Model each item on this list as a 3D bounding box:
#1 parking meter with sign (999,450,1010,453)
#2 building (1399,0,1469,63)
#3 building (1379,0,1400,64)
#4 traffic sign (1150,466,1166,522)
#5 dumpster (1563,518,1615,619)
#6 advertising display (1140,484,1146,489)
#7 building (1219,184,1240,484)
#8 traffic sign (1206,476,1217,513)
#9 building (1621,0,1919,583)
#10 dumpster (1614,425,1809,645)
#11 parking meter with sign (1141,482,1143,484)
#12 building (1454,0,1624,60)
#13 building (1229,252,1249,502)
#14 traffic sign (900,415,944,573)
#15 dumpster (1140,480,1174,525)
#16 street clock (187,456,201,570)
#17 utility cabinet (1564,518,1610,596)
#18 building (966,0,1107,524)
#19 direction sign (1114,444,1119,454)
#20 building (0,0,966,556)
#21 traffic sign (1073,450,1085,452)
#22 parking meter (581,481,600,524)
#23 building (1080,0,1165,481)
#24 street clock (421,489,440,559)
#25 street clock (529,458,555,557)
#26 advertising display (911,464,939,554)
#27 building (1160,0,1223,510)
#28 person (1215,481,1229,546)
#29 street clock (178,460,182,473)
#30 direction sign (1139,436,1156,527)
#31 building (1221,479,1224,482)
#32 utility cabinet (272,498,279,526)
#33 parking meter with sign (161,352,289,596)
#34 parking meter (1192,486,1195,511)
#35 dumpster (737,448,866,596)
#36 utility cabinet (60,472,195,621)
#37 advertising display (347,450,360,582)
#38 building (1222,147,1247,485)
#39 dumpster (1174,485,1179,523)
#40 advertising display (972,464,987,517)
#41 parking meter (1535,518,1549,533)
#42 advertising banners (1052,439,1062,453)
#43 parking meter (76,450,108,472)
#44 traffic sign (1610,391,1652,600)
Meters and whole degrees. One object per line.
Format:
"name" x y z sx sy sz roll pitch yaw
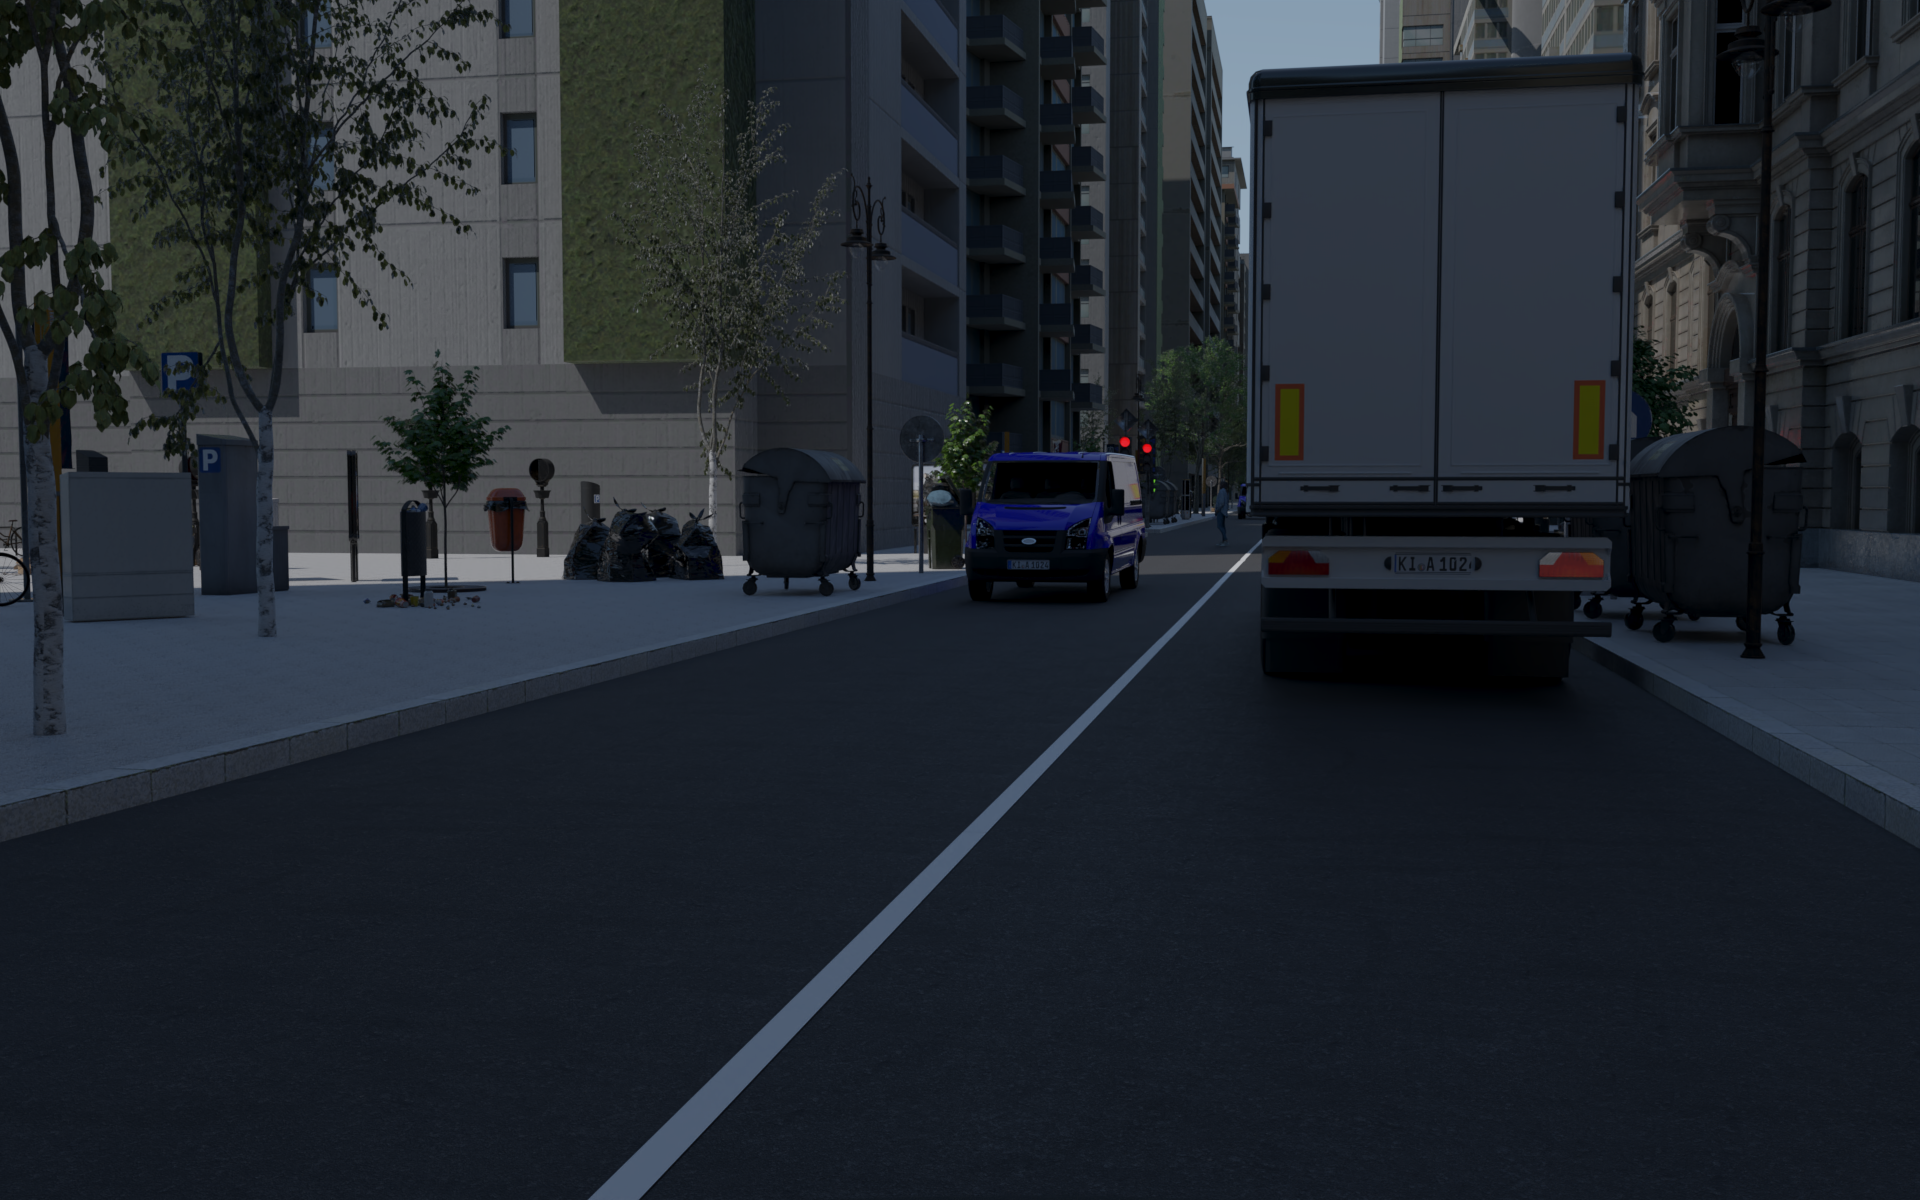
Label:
"parking meter with sign" 1.193 -4.466 69.272 0.543 3.016 1.738 -3 5 -45
"building" 42.801 -28.021 141.737 14.154 41.232 14.086 1 4 11
"building" 56.650 -39.678 190.740 21.231 58.520 28.212 1 4 11
"traffic sign" 9.025 -4.836 79.182 0.768 2.556 0.104 1 4 20
"dumpster" 7.133 -0.767 18.296 1.264 1.857 1.865 1 4 11
"advertising display" 11.553 -6.200 106.589 0.974 1.923 0.123 1 4 10
"building" 27.101 -35.802 239.993 22.147 44.769 28.867 1 4 11
"traffic sign" 17.339 -7.308 119.598 0.768 2.556 0.104 1 4 16
"building" 20.834 -13.068 32.745 14.460 24.649 34.723 1 4 11
"dumpster" 6.713 -0.594 15.476 1.264 1.857 1.865 1 4 11
"parking meter with sign" 11.143 -6.828 107.906 1.738 3.016 0.543 2 4 23
"building" 47.864 -26.221 120.586 32.217 40.220 23.993 1 4 11
"building" 40.867 -36.918 287.200 14.154 41.232 14.086 1 4 11
"traffic sign" -0.629 -1.706 28.002 0.768 2.556 0.104 1 4 19
"dumpster" 8.202 -4.114 73.015 1.264 1.857 1.865 1 4 11
"street clock" -12.693 -1.504 29.160 0.358 2.002 0.471 1 4 13
"utility cabinet" 8.173 -0.655 21.874 1.020 1.237 0.306 1 4 15
"building" -4.586 -26.374 85.840 22.147 44.769 28.867 1 4 11
"direction sign" 6.949 -5.315 78.905 0.379 3.537 0.876 3 5 42
"building" -14.435 -30.834 46.143 28.212 58.520 21.231 1 4 11
"traffic sign" 3.437 -3.055 50.055 0.768 2.556 0.104 1 4 14
"parking meter" -7.253 -1.566 34.022 0.372 1.533 0.369 0 3 0
"building" 7.311 -27.131 127.192 14.154 41.232 14.086 1 4 11
"street clock" -10.486 -1.820 34.324 0.358 2.002 0.471 2 4 35
"street clock" -8.476 -1.870 35.147 0.471 2.002 0.358 1 4 18
"advertising display" -0.592 -1.946 37.029 0.974 1.923 0.123 2 4 29
"building" 14.674 -33.545 172.157 21.300 48.544 21.600 1 4 11
"person" 7.261 -2.388 47.805 0.793 1.790 0.793 -1 4 -11
"street clock" -14.605 -1.741 33.034 0.471 2.002 0.358 -3 5 -40
"direction sign" 7.269 -4.604 67.270 0.876 3.537 0.379 -3 4 -39
"building" 13.624 -30.849 196.268 32.217 40.220 23.993 1 4 11
"utility cabinet" -10.438 -0.891 25.722 0.306 1.237 1.020 -3 5 -41
"parking meter with sign" -9.335 -1.584 22.166 0.543 3.016 1.738 1 4 16
"parking meter" 17.699 -7.649 130.780 0.255 1.863 0.399 1 4 12
"dumpster" -2.040 -1.020 22.435 1.264 1.857 1.865 1 4 11
"utility cabinet" -8.496 -0.551 17.686 1.173 1.500 0.318 -3 5 -43
"advertising display" -8.946 -1.244 25.552 0.123 1.923 0.974 -1 4 -17
"building" 29.255 -41.515 268.006 28.713 52.752 27.495 1 4 11
"dumpster" 9.034 -4.364 77.108 1.264 1.857 1.865 1 4 11
"advertising display" 0.728 -1.816 34.911 0.974 1.923 0.123 -1 4 -18
"parking meter" 10.837 -1.468 32.414 0.372 1.533 0.369 0 3 0
"advertising banners" 2.654 -3.637 55.645 0.090 3.025 2.074 -2 4 -34
"parking meter" -11.422 -1.048 22.842 0.399 1.863 0.255 3 4 36
"traffic sign" 7.960 -1.279 21.011 0.768 2.556 0.104 1 4 12
